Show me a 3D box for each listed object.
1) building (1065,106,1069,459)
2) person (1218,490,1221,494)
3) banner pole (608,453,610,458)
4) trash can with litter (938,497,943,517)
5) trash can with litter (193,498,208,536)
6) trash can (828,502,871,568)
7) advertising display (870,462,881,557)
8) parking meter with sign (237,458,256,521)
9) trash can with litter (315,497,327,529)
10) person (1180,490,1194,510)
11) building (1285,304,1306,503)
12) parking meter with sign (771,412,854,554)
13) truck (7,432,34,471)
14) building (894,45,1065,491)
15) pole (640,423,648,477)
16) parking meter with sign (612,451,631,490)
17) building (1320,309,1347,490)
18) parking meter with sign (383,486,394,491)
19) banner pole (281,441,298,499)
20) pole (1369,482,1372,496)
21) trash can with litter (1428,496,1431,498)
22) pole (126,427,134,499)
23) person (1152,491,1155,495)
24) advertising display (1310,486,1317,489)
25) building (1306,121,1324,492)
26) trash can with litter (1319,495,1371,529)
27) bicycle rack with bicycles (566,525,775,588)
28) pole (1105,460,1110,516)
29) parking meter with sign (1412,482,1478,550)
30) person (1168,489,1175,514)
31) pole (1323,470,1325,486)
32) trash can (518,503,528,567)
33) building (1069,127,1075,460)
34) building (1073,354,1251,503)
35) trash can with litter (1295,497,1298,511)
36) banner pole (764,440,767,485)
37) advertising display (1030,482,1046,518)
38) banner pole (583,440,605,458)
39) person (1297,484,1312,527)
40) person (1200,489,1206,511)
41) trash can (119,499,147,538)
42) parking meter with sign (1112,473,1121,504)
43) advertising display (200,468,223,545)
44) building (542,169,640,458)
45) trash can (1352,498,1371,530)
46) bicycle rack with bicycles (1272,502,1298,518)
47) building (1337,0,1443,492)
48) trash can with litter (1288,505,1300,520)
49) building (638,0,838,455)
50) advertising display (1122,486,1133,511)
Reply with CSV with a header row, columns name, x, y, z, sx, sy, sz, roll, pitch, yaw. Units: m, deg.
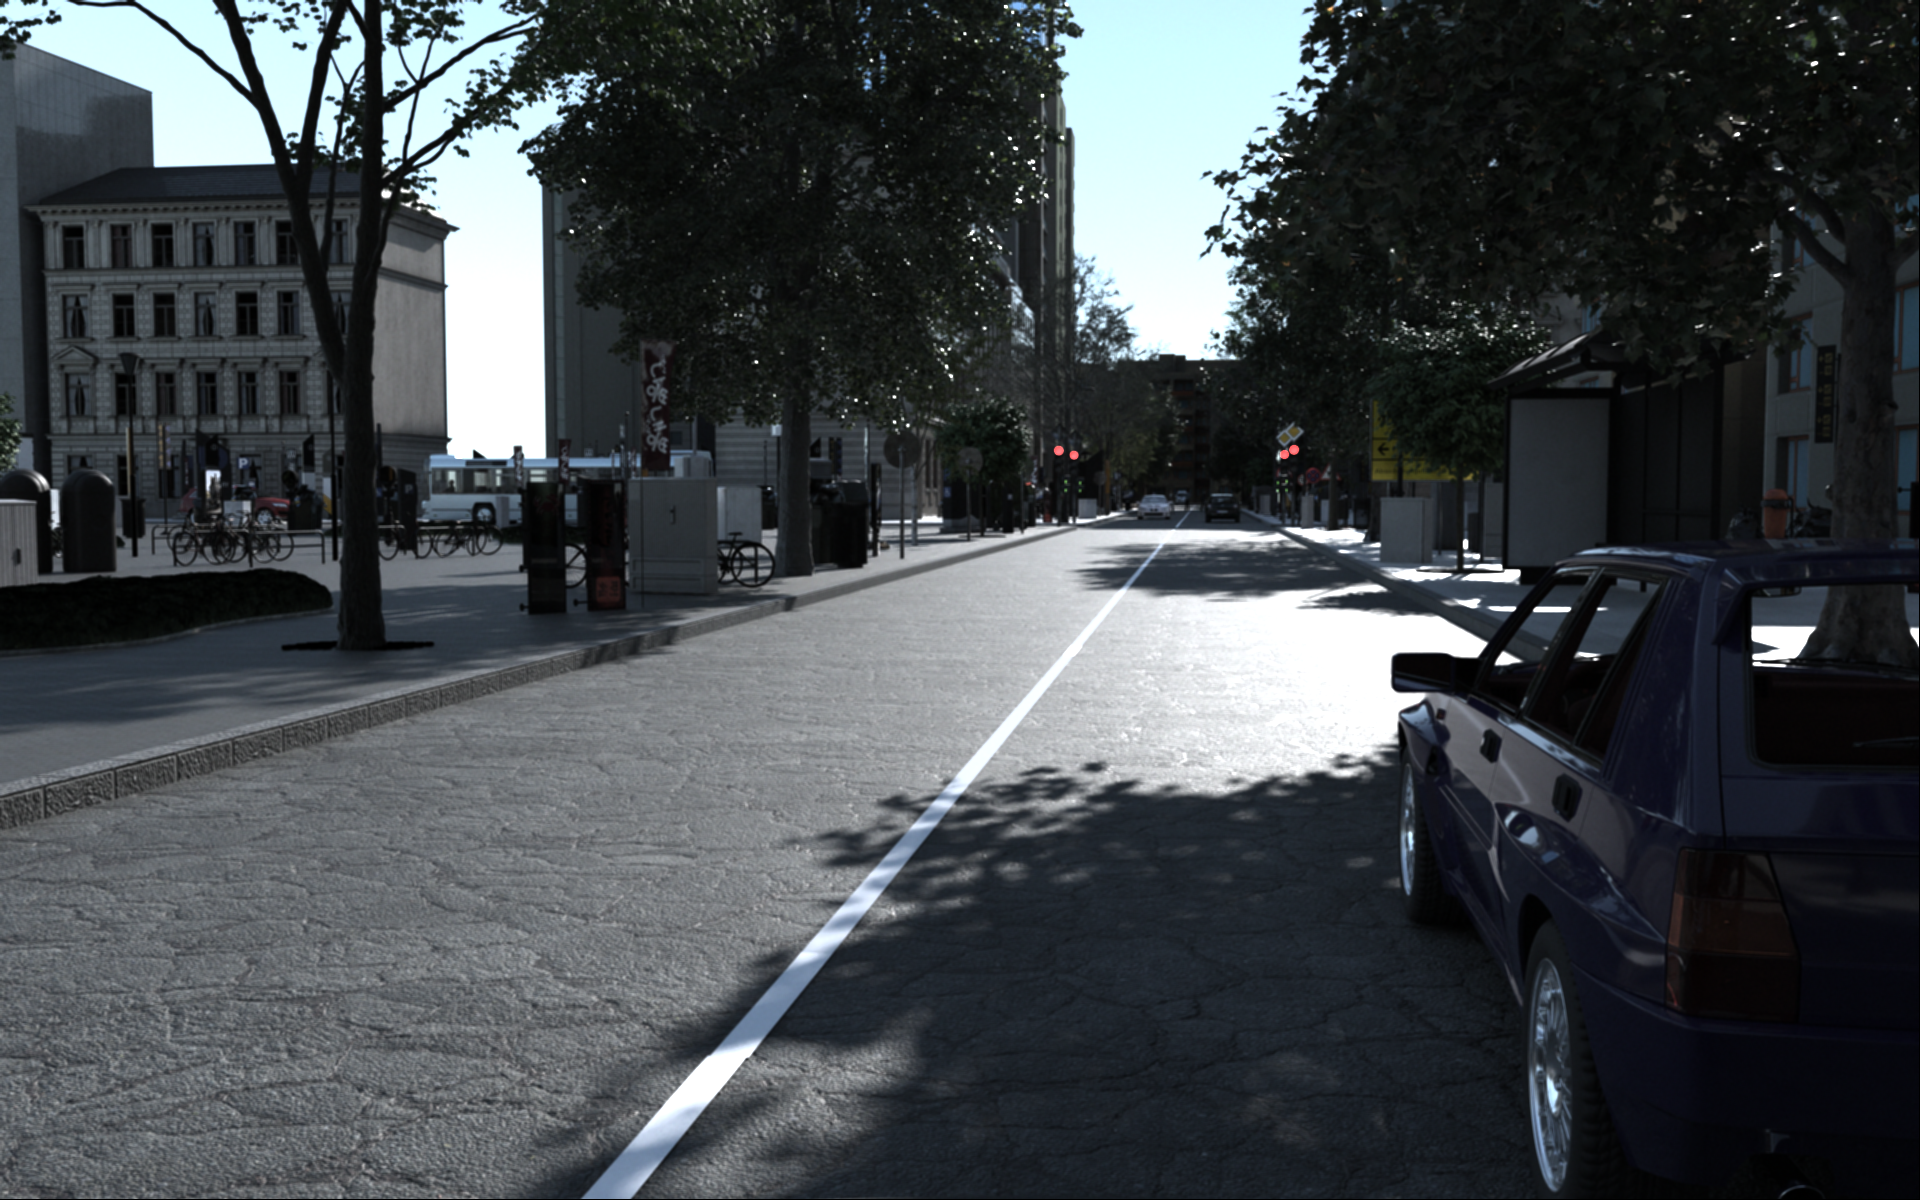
name,x,y,z,sx,sy,sz,roll,pitch,yaw
building,3.048,-30.001,174.114,14.154,41.232,14.086,0,4,8
person,24.462,-9.458,163.152,0.705,1.823,1.348,1,4,19
banner pole,-18.783,-6.330,93.512,0.401,3.779,0.863,1,4,21
trash can with litter,-0.421,-4.029,77.263,0.624,1.170,1.055,3,5,43
trash can with litter,-22.820,-2.511,52.442,0.624,1.170,1.055,-3,4,-38
trash can,-1.925,-1.140,30.288,0.748,1.137,0.748,0,3,0
advertising display,-1.733,-1.867,35.739,0.123,1.923,0.974,0,4,3
parking meter with sign,-33.726,-5.254,82.164,0.543,3.016,1.738,-3,5,-39
trash can with litter,-23.726,-3.194,63.614,0.624,1.170,1.055,0,3,0
person,20.277,-8.942,154.691,1.348,1.826,0.705,-1,4,-17
building,59.788,-36.251,247.326,28.867,44.769,22.147,0,4,8
parking meter with sign,-3.043,-2.450,36.318,1.738,3.016,0.543,-2,4,-30
truck,-48.213,-5.520,79.157,11.283,4.237,2.839,0,4,7
building,1.740,-29.138,159.995,14.154,41.232,14.086,0,4,8
pole,-7.759,-2.981,42.585,0.158,3.312,0.155,0,3,0
parking meter with sign,-13.720,-4.497,69.788,0.543,3.016,1.738,1,4,15
building,46.389,-32.740,185.410,14.600,45.320,14.200,0,4,8
parking meter with sign,-28.287,-5.461,85.549,1.738,3.016,0.543,-1,4,-22
banner pole,-31.953,-5.652,82.435,0.863,3.779,0.401,0,4,-2
pole,28.183,-7.651,118.942,0.158,3.312,0.155,0,3,0
trash can with litter,22.431,-4.374,82.575,1.678,1.210,2.233,-3,5,-42
pole,-25.411,-3.624,53.098,0.158,3.312,0.155,0,3,0
person,25.778,-13.669,231.858,0.599,1.838,0.709,-1,4,-18
advertising display,27.165,-7.814,132.969,0.123,1.923,0.974,3,4,37
building,51.980,-35.407,202.602,21.300,48.544,21.600,0,4,8
trash can with litter,14.629,-3.351,65.840,1.678,1.210,2.233,0,4,1
bicycle rack with bicycles,-3.907,-0.659,24.158,2.925,0.926,2.852,1,4,17
pole,9.181,-6.930,107.150,0.158,3.312,0.155,0,3,0
parking meter with sign,11.164,-2.648,39.559,1.738,3.016,0.543,0,4,-5
person,15.017,-6.986,123.273,0.519,1.759,0.362,1,4,16
pole,30.727,-9.314,146.121,0.158,3.312,0.155,0,3,0
trash can,-7.010,-1.060,28.981,0.748,1.137,0.748,0,3,0
building,4.940,-30.891,188.658,14.154,41.232,14.086,0,4,8
building,31.322,-25.070,254.926,28.899,21.520,27.650,0,4,8
trash can with litter,24.921,-7.141,128.149,1.055,1.170,0.624,-2,4,-27
banner pole,-9.012,-5.511,80.115,0.401,3.779,0.863,0,4,1
advertising display,4.173,-5.432,94.022,0.974,1.923,0.123,1,4,9
banner pole,-16.923,-5.486,79.714,0.863,3.779,0.401,1,4,13
person,14.093,-3.810,70.764,0.622,1.834,0.822,0,4,-7
person,20.128,-8.212,142.539,0.755,1.850,0.659,0,4,8
trash can,-24.151,-2.383,50.620,0.748,1.137,0.748,0,3,0
parking meter with sign,12.780,-8.946,142.527,0.543,3.016,1.738,1,4,19
advertising display,-18.667,-2.326,43.242,0.123,1.923,0.974,0,4,0
building,-43.651,-32.783,219.595,14.086,41.232,14.154,0,4,8
trash can,14.445,-3.092,62.200,0.748,1.137,0.748,0,3,0
bicycle rack with bicycles,17.902,-4.756,91.149,2.925,0.926,2.852,0,4,-2
building,47.335,-33.190,162.259,23.786,49.044,30.456,0,4,8
trash can with litter,17.418,-4.675,87.494,1.678,1.210,2.233,2,4,28
building,-26.469,-47.380,212.907,20.611,71.187,20.563,0,4,8
advertising display,12.975,-7.887,134.172,0.974,1.923,0.123,-1,4,-22
